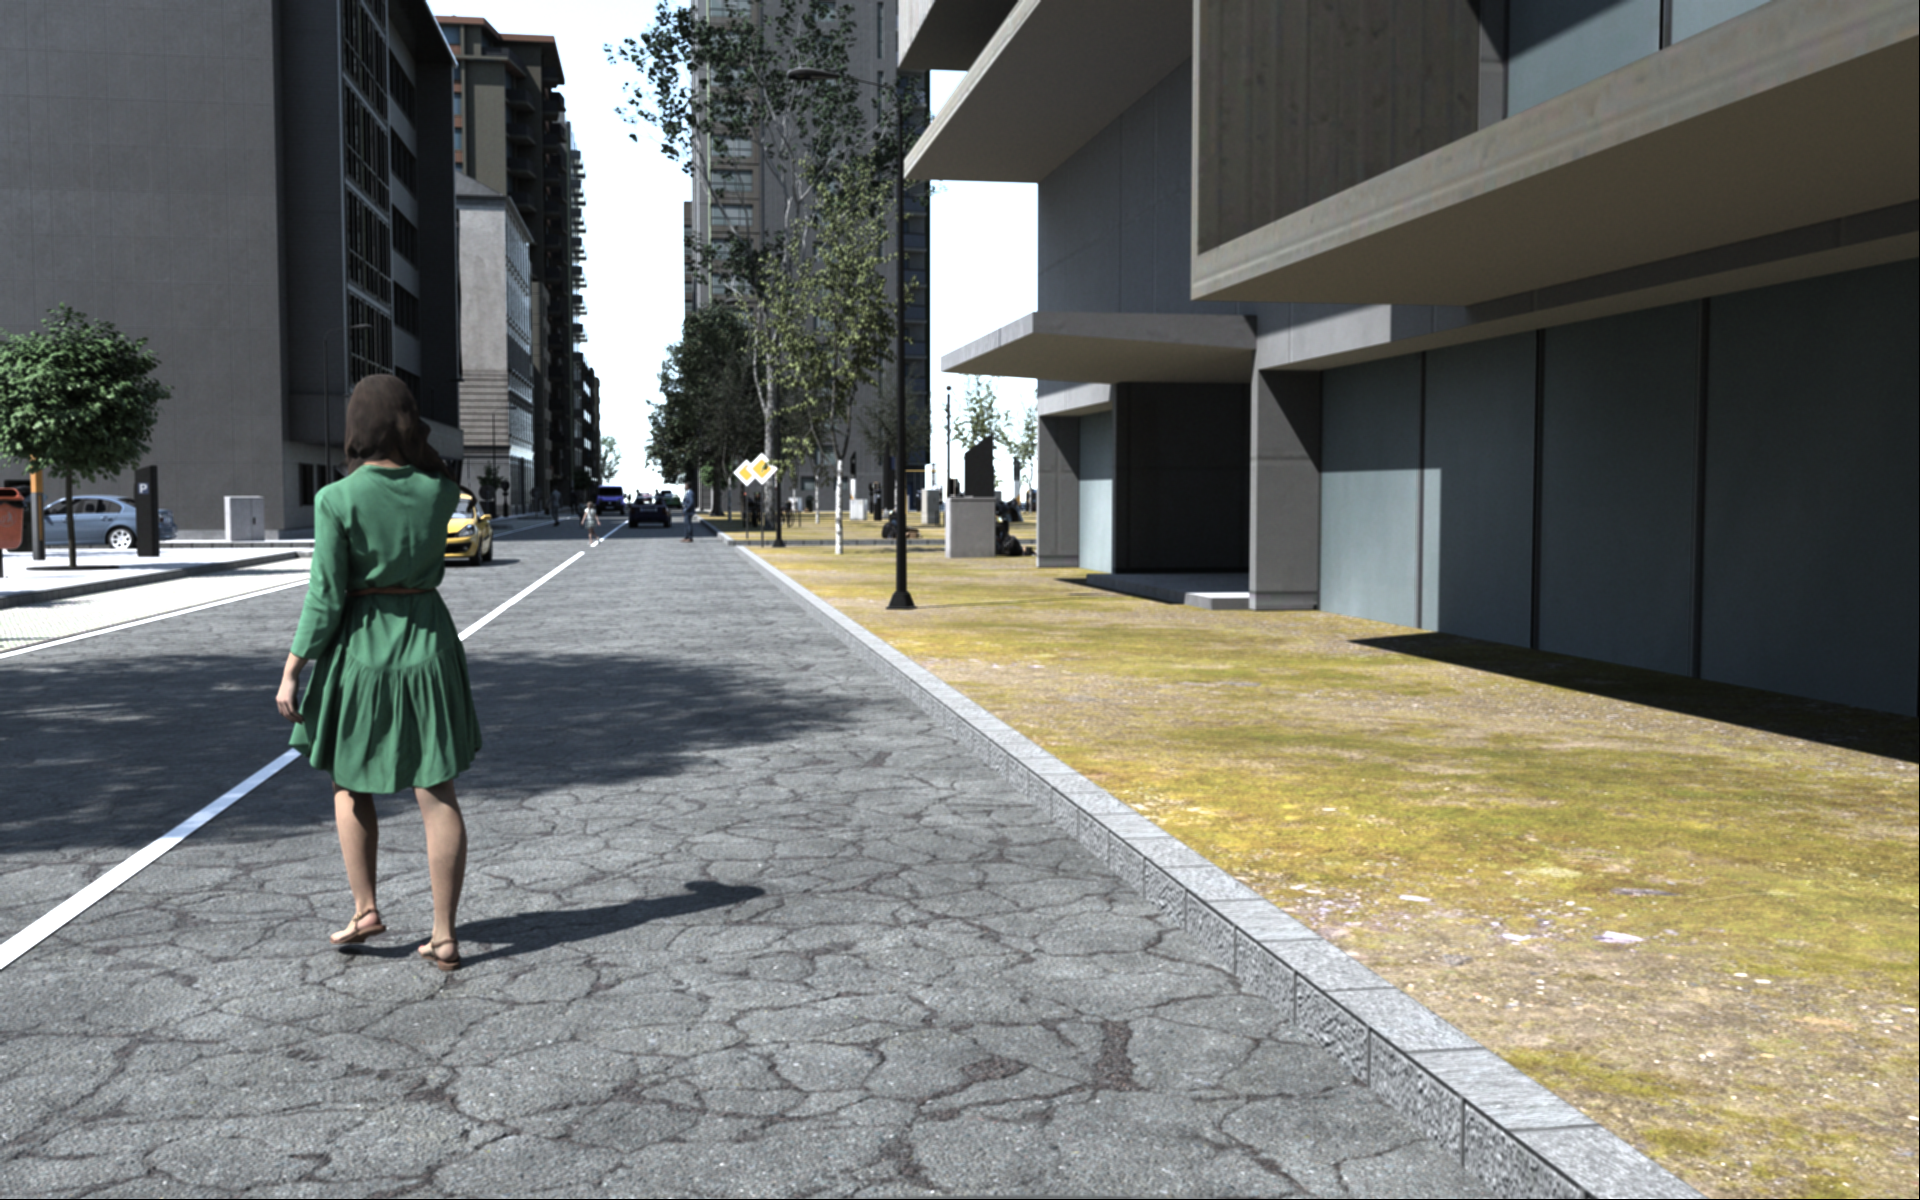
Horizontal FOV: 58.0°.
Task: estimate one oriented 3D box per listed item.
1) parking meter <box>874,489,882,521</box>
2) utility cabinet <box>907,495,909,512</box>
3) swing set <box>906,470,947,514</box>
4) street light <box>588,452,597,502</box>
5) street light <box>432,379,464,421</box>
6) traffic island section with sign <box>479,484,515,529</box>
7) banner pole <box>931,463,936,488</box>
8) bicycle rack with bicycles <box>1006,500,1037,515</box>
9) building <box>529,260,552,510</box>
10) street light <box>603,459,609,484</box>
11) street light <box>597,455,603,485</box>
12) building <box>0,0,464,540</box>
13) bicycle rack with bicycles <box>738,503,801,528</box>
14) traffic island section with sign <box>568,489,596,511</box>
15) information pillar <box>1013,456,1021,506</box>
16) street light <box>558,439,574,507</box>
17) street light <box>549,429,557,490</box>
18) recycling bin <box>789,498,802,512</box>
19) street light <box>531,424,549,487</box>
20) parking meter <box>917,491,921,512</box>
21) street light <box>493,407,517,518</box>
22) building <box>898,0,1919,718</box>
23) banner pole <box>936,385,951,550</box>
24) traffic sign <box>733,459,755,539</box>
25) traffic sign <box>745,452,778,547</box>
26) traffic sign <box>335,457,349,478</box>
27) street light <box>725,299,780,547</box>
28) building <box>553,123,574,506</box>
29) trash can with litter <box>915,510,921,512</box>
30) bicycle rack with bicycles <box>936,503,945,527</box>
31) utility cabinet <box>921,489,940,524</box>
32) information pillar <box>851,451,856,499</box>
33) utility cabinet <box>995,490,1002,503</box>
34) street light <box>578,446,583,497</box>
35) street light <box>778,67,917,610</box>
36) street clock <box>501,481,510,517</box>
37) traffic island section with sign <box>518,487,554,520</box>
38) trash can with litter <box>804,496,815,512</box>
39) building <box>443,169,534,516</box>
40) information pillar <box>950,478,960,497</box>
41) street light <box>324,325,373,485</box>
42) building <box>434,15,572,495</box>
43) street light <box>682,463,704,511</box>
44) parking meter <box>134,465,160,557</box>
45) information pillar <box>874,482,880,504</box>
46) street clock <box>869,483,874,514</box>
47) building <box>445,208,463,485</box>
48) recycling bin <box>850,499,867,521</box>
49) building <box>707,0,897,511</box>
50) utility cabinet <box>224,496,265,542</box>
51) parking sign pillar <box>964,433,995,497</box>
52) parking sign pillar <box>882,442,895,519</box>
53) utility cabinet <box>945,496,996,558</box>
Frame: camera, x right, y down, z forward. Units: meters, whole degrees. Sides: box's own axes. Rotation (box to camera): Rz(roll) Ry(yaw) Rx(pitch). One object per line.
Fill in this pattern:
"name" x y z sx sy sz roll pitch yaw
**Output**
"parking meter" -3.952 -4.578 83.261 0.372 1.533 0.369 0 3 0
"utility cabinet" -3.776 -6.849 123.149 0.306 1.237 1.020 0 4 -6
"swing set" -2.344 -7.162 114.714 3.119 2.851 2.862 0 4 -5
"street light" -40.898 -13.307 190.115 1.470 5.913 1.316 -1 4 -10
"street light" -20.620 -5.943 69.702 1.470 5.913 1.316 -1 4 -10
"traffic island section with sign" -19.222 -3.788 70.561 1.989 1.847 2.006 -1 4 -10
"banner pole" -1.760 -8.065 121.882 0.401 3.779 0.863 -3 5 -40
"bicycle rack with bicycles" 3.320 -5.794 108.119 2.852 0.926 2.925 -2 4 -35
"building" -46.687 -17.649 133.594 27.650 21.520 28.899 -1 4 -10
"street light" -47.197 -15.575 227.185 1.470 5.913 1.316 -1 4 -10
"street light" -43.377 -14.216 204.977 1.470 5.913 1.316 -1 4 -10
"building" -26.749 -14.819 61.363 14.314 24.678 30.058 -1 4 -10
"bicycle rack with bicycles" -7.441 -3.280 67.005 2.852 0.926 2.925 1 4 10
"traffic island section with sign" -32.054 -8.422 146.331 1.989 1.847 2.006 -1 4 -10
"information pillar" 3.482 -7.032 106.320 0.504 3.616 0.183 -2 4 -32
"street light" -33.360 -10.578 145.490 1.470 5.913 1.316 -1 4 -10
"street light" -29.598 -9.219 123.272 1.470 5.913 1.316 -1 4 -10
"recycling bin" -11.795 -6.818 124.033 0.722 1.027 0.722 1 4 20
"street light" -28.124 -8.674 114.360 1.470 5.913 1.316 -1 4 -10
"parking meter" -2.962 -7.184 125.861 0.372 1.533 0.369 0 3 0
"street light" -24.226 -7.316 92.165 1.470 5.913 1.316 -1 4 -10
"building" 14.293 -26.250 18.431 28.713 52.752 27.495 -1 4 -10
"banner pole" -0.272 -3.065 40.135 0.401 3.779 0.863 0 4 -3
"traffic sign" -6.087 -2.803 49.464 0.795 2.450 0.064 -1 4 -10
"traffic sign" -4.754 -2.321 41.590 0.795 2.450 0.064 -1 4 -10
"traffic sign" -14.020 -2.227 40.048 0.795 2.450 0.064 -1 4 -10
"street light" -4.903 -4.219 41.517 1.470 5.913 1.316 -1 4 -10
"building" -48.929 -30.634 184.464 14.154 41.232 14.086 -1 4 -10
"trash can with litter" -2.342 -6.925 124.285 1.678 1.210 2.233 -3 5 -41
"bicycle rack with bicycles" 0.113 -3.392 68.845 2.852 0.926 2.925 0 4 -3
"utility cabinet" -1.241 -3.973 73.644 0.318 1.500 1.173 2 4 26
"information pillar" -5.794 -6.293 94.252 0.183 3.616 0.504 -2 4 -32
"utility cabinet" 1.816 -5.365 96.403 1.173 1.500 0.318 -3 5 -41
"street light" -37.208 -11.948 167.885 1.470 5.913 1.316 -1 4 -10
"street light" -1.190 -2.849 19.127 1.470 5.913 1.316 -1 4 -10
"street clock" -25.289 -5.614 96.363 0.471 2.002 0.358 3 4 38
"traffic island section with sign" -23.708 -5.414 97.141 1.989 1.847 2.006 -1 4 -10
"trash can with litter" -10.582 -6.740 121.584 0.624 1.170 1.055 1 4 10
"building" -32.407 -15.887 108.902 9.793 20.994 18.267 -1 4 -10
"information pillar" -0.280 -4.625 80.110 0.304 2.012 0.304 2 4 35
"street light" -16.782 -4.584 47.497 1.470 5.913 1.316 -1 4 -10
"building" -48.322 -31.031 161.985 22.147 44.769 28.867 -1 4 -10
"street light" -20.165 -9.716 131.391 1.470 5.913 1.316 -1 4 -10
"parking meter" -16.655 -1.820 35.461 0.399 1.863 0.255 0 4 4
"information pillar" -5.242 -6.437 109.733 0.304 2.012 0.304 3 4 38
"street clock" -5.810 -6.681 113.803 0.358 2.002 0.471 1 4 13
"building" -33.355 -13.300 84.902 16.820 18.784 16.811 -1 4 -10
"recycling bin" -4.920 -4.371 84.013 0.722 1.027 0.722 1 4 9
"building" -12.615 -27.647 135.623 14.154 41.232 14.086 -1 4 -10
"utility cabinet" -19.437 -2.197 47.078 0.306 1.237 1.020 2 4 34
"parking sign pillar" 0.861 -5.409 76.902 1.447 3.967 1.447 1 4 14
"parking sign pillar" -3.678 -6.191 89.695 1.447 3.967 1.447 -1 4 -11
"utility cabinet" 0.209 -1.457 34.976 1.020 1.237 0.306 -2 4 -25
